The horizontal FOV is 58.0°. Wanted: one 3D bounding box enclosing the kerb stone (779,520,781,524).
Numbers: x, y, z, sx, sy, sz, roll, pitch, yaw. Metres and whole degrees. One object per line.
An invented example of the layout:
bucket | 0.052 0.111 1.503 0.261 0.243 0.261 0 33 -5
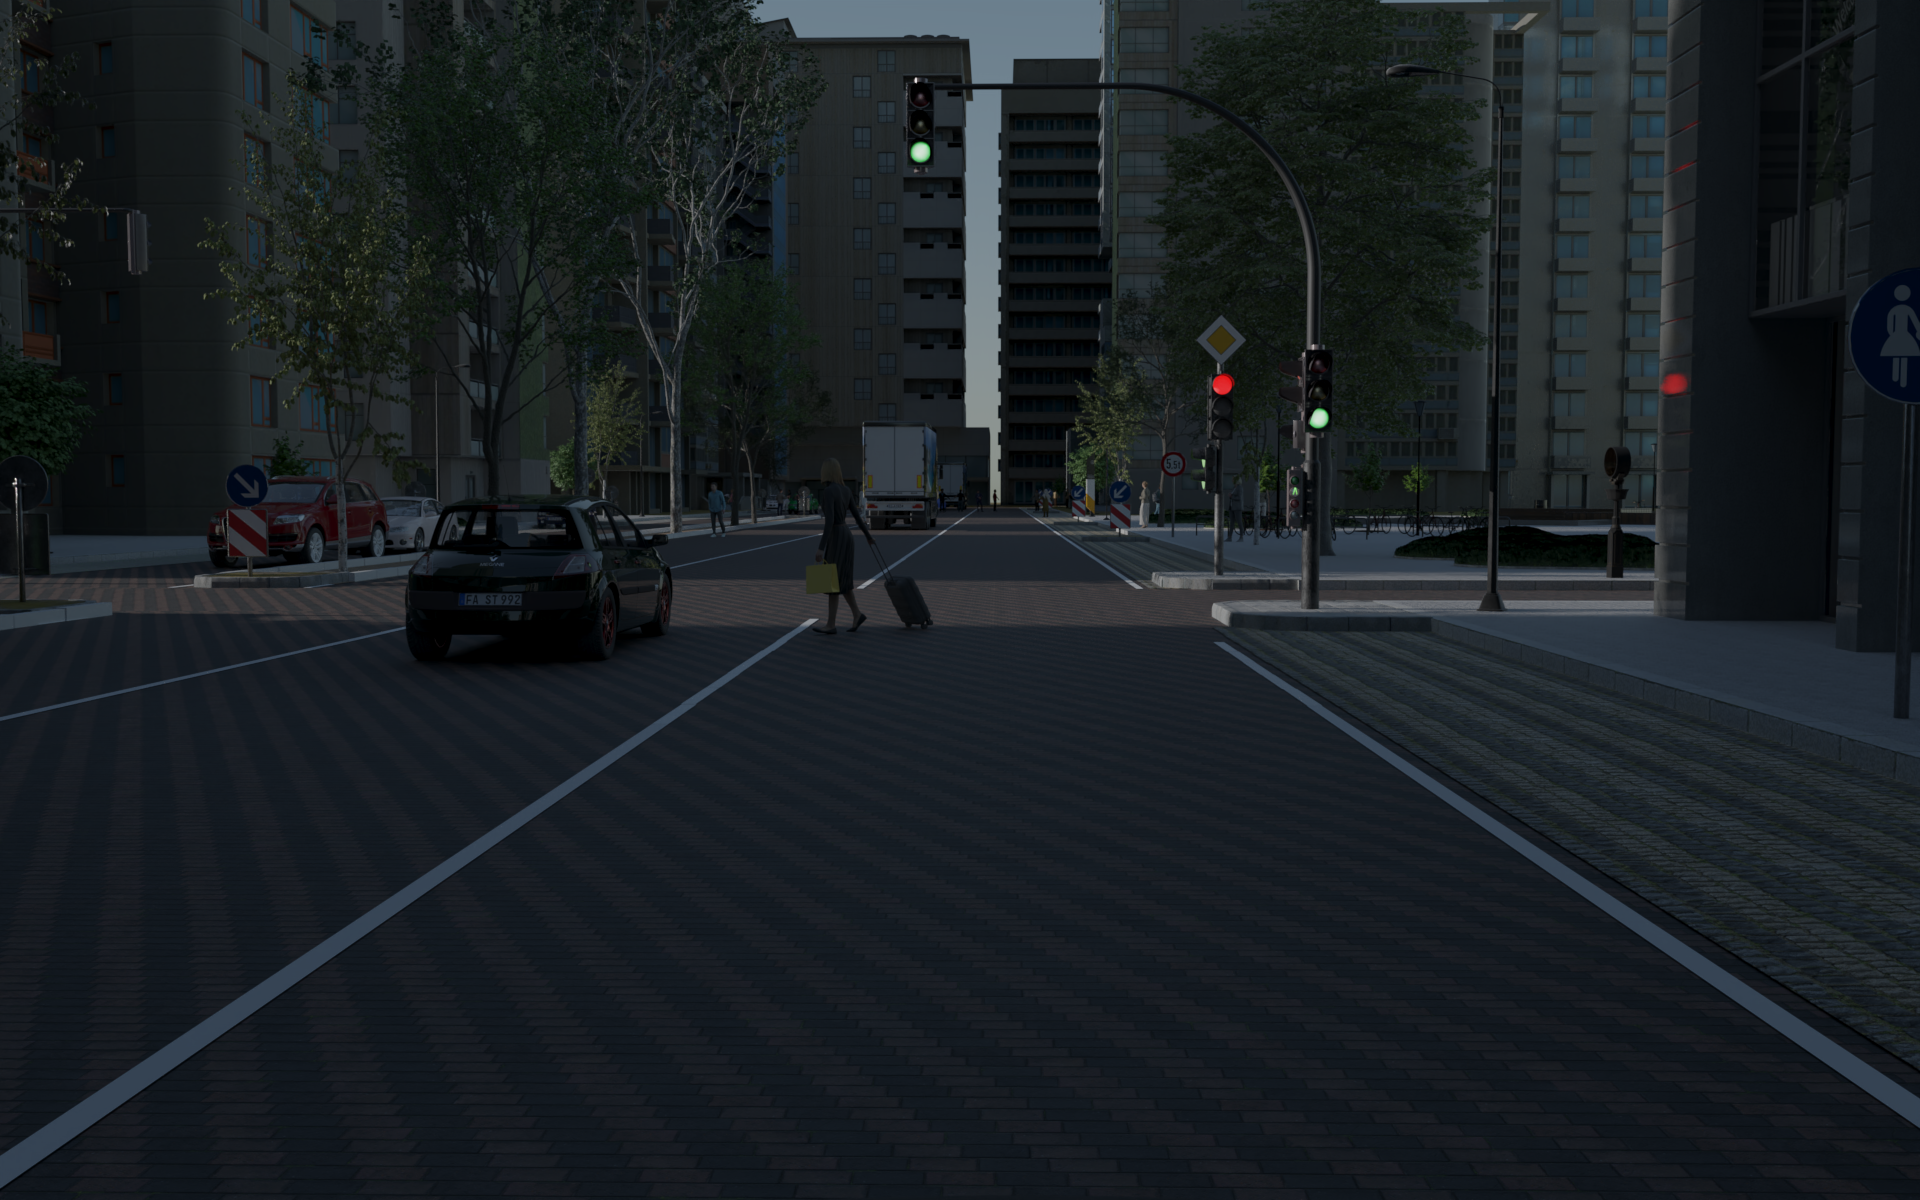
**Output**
kerb stone | -8.712 -3.658 82.058 0.120 0.150 1.000 0 4 1

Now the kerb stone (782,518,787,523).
kerb stone | -8.660 -3.787 84.116 0.120 0.150 1.000 0 4 1

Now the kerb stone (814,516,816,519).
kerb stone | -8.359 -4.602 97.441 0.120 0.150 1.000 0 4 1

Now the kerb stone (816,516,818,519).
kerb stone | -8.347 -4.665 98.466 0.120 0.150 1.000 0 4 1

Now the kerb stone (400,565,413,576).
kerb stone | -9.871 -0.518 30.780 0.120 0.150 1.000 0 4 1

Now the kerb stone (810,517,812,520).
kerb stone | -8.406 -4.476 95.397 0.120 0.150 1.000 0 4 1

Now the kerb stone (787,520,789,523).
kerb stone | -8.639 -3.850 85.138 0.120 0.150 1.000 0 4 1

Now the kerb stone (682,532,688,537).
kerb stone | -9.270 -2.156 57.445 0.120 0.150 1.000 0 4 1

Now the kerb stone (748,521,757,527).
kerb stone | -8.899 -3.158 73.870 0.120 0.150 1.000 0 4 1

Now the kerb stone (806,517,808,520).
kerb stone | -8.455 -4.351 93.340 0.120 0.150 1.000 0 4 1

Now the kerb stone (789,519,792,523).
kerb stone | -8.611 -3.907 86.161 0.120 0.150 1.000 0 4 1

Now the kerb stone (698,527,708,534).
kerb stone | -9.174 -2.407 61.543 0.120 0.150 1.000 0 4 1

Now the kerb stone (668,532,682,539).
kerb stone | -9.290 -2.093 56.418 0.120 0.150 1.000 0 4 1

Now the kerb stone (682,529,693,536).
kerb stone | -9.250 -2.218 58.468 0.120 0.150 1.000 0 4 1

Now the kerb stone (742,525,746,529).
kerb stone | -8.968 -2.967 70.792 0.120 0.150 1.000 0 4 1

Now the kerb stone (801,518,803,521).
kerb stone | -8.505 -4.226 91.284 0.120 0.150 1.000 0 4 1

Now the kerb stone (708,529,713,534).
kerb stone | -9.153 -2.469 62.566 0.120 0.150 1.000 0 4 1

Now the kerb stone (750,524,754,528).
kerb stone | -8.920 -3.097 72.835 0.120 0.150 1.000 0 4 1

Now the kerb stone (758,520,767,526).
kerb stone | -8.825 -3.348 76.940 0.120 0.150 1.000 0 4 1

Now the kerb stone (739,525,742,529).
kerb stone | -8.999 -2.909 69.765 0.120 0.150 1.000 0 4 1

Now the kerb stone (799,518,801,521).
kerb stone | -8.521 -4.162 90.257 0.120 0.150 1.000 0 4 1

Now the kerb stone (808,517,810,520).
kerb stone | -8.435 -4.413 94.366 0.120 0.150 1.000 0 4 1

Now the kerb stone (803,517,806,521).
kerb stone | -8.479 -4.288 92.306 0.120 0.150 1.000 0 4 1

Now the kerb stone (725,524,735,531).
kerb stone | -9.040 -2.784 67.714 0.120 0.150 1.000 0 4 1

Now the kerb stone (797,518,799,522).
kerb stone | -8.553 -4.100 89.228 0.120 0.150 1.000 0 4 1

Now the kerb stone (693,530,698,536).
kerb stone | -9.223 -2.280 59.494 0.120 0.150 1.000 0 4 1

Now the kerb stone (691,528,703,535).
kerb stone | -9.203 -2.344 60.522 0.120 0.150 1.000 0 4 1

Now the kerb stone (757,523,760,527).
kerb stone | -8.871 -3.223 74.892 0.120 0.150 1.000 0 4 1

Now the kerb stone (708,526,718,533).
kerb stone | -9.126 -2.531 63.599 0.120 0.150 1.000 0 4 1

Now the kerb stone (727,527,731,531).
kerb stone | -9.055 -2.721 66.689 0.120 0.150 1.000 0 4 1

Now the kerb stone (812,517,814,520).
kerb stone | -8.382 -4.540 96.419 0.120 0.150 1.000 0 4 1

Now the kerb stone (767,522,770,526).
kerb stone | -8.797 -3.410 77.962 0.120 0.150 1.000 0 4 1

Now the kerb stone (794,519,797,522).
kerb stone | -8.573 -4.035 88.206 0.120 0.150 1.000 0 4 1

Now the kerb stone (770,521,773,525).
kerb stone | -8.782 -3.473 78.984 0.120 0.150 1.000 0 4 1

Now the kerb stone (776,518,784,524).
kerb stone | -8.688 -3.722 83.084 0.120 0.150 1.000 0 4 1

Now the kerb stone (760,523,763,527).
kerb stone | -8.853 -3.286 75.918 0.120 0.150 1.000 0 4 1

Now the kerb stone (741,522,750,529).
kerb stone | -8.940 -3.028 71.813 0.120 0.150 1.000 0 4 1

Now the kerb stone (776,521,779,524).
kerb stone | -8.729 -3.599 81.034 0.120 0.150 1.000 0 4 1

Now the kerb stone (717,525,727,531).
kerb stone | -9.086 -2.659 65.663 0.120 0.150 1.000 0 4 1

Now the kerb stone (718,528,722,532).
kerb stone | -9.104 -2.596 64.633 0.120 0.150 1.000 0 4 1

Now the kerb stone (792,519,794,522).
kerb stone | -8.592 -3.975 87.184 0.120 0.150 1.000 0 4 1

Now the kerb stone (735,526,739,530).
kerb stone | -9.014 -2.842 68.736 0.120 0.150 1.000 0 4 1

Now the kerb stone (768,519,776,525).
kerb stone | -8.759 -3.535 80.006 0.120 0.150 1.000 0 4 1

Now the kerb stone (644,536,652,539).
kerb stone | -9.387 -1.842 52.320 0.120 0.150 1.000 0 4 1

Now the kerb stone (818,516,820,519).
kerb stone | -8.309 -4.726 99.495 0.120 0.150 1.000 0 4 1
